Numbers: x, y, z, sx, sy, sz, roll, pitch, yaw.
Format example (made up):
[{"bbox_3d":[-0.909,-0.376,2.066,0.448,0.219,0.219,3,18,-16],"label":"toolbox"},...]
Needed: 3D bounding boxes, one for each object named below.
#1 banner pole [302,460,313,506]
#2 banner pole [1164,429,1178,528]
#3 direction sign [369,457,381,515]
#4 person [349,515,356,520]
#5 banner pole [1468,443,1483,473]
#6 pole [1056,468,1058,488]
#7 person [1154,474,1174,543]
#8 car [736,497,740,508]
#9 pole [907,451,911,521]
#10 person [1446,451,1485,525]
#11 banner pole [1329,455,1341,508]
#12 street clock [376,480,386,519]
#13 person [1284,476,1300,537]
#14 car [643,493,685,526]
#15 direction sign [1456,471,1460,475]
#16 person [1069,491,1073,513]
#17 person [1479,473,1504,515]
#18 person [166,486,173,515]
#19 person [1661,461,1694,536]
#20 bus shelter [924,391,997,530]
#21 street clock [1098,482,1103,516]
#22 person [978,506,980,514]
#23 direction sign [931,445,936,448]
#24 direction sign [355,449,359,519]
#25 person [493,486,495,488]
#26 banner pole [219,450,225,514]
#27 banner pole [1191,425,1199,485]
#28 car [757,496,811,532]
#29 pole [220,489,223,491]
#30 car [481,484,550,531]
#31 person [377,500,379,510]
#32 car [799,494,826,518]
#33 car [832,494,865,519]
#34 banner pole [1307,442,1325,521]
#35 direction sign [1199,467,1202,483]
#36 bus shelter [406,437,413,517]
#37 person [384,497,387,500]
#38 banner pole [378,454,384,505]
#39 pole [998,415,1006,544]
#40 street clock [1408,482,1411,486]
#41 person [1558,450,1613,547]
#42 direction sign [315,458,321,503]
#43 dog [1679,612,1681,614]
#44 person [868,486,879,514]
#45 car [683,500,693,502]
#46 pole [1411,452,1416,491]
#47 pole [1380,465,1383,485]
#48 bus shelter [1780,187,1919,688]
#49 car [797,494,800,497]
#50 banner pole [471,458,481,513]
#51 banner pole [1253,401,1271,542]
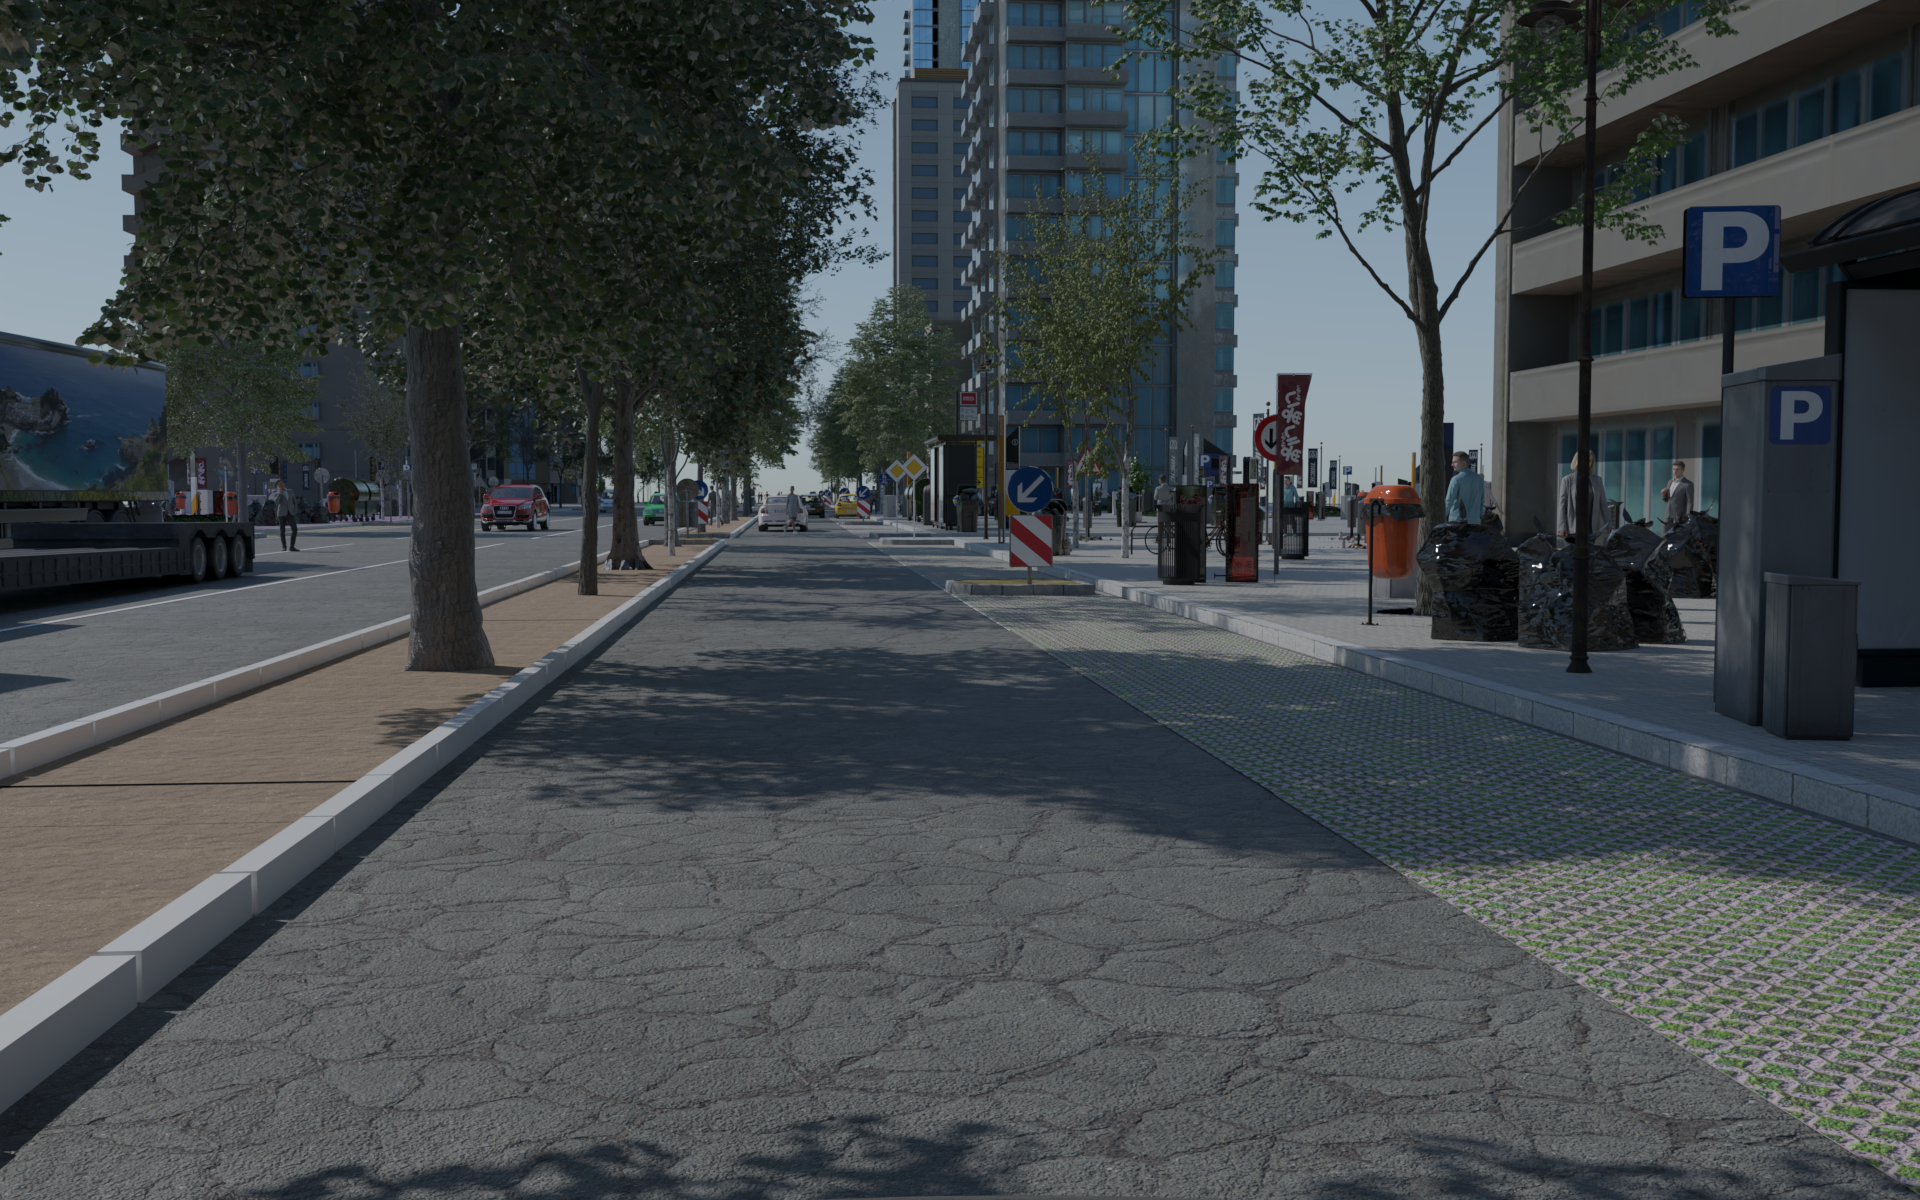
[{"bbox_3d":[-48.259,-8.457,128.291,0.863,3.779,0.401,-2,4,-29],"label":"banner pole"},{"bbox_3d":[8.058,-4.671,66.381,0.863,3.779,0.401,-3,4,-38],"label":"banner pole"},{"bbox_3d":[-35.411,-6.912,105.014,0.379,3.537,0.876,2,4,31],"label":"direction sign"},{"bbox_3d":[-30.262,-4.905,86.088,0.661,1.843,0.795,-1,4,-13],"label":"person"},{"bbox_3d":[25.448,-5.833,85.390,0.863,3.779,0.401,2,4,34],"label":"banner pole"},{"bbox_3d":[7.436,-8.501,132.829,0.158,3.312,0.155,0,3,0],"label":"pole"},{"bbox_3d":[5.335,-2.401,45.477,0.511,1.800,0.466,-2,4,-28],"label":"person"},{"bbox_3d":[-24.222,-10.561,182.895,2.015,1.641,3.980,0,4,-5],"label":"car"},{"bbox_3d":[-2.431,-5.426,82.554,0.158,3.312,0.155,0,3,0],"label":"pole"},{"bbox_3d":[6.569,-1.017,22.530,0.638,1.841,0.748,0,4,-7],"label":"person"},{"bbox_3d":[24.366,-7.480,112.311,0.863,3.779,0.401,0,4,6],"label":"banner pole"},{"bbox_3d":[-29.734,-5.165,89.018,0.358,2.002,0.471,2,4,25],"label":"street clock"},{"bbox_3d":[9.791,-2.776,51.446,0.660,1.820,0.620,2,4,24],"label":"person"},{"bbox_3d":[-13.620,-4.364,80.146,1.959,1.807,4.718,0,4,-4],"label":"car"},{"bbox_3d":[29.953,-6.843,103.874,0.379,3.537,0.876,3,5,41],"label":"direction sign"},{"bbox_3d":[7.620,-6.693,115.713,0.529,1.795,0.600,-3,4,-38],"label":"person"},{"bbox_3d":[11.430,-1.883,37.496,0.731,1.740,0.598,-1,4,-13],"label":"person"},{"bbox_3d":[-40.835,-5.080,89.439,0.444,1.785,0.601,-1,4,-12],"label":"person"},{"bbox_3d":[11.909,-1.390,28.741,0.822,1.834,0.622,-3,4,-38],"label":"person"},{"bbox_3d":[-0.135,-5.359,65.244,2.179,5.291,8.768,0,4,-6],"label":"bus shelter"},{"bbox_3d":[8.315,-6.016,102.924,0.358,2.002,0.471,0,4,1],"label":"street clock"},{"bbox_3d":[0.616,-4.524,80.492,0.782,1.767,0.515,-3,5,-42],"label":"person"},{"bbox_3d":[-0.936,-5.216,77.272,0.876,3.537,0.379,-2,4,-34],"label":"direction sign"},{"bbox_3d":[-30.759,-5.888,88.271,0.379,3.537,0.876,-2,4,-24],"label":"direction sign"},{"bbox_3d":[-32.610,-7.074,121.564,0.748,1.841,0.638,-1,4,-16],"label":"person"},{"bbox_3d":[-41.552,-6.577,97.544,0.401,3.779,0.863,0,4,-5],"label":"banner pole"},{"bbox_3d":[8.516,-4.455,62.849,0.401,3.779,0.863,2,4,30],"label":"banner pole"},{"bbox_3d":[-6.871,-3.368,67.436,2.083,1.381,4.827,0,4,-4],"label":"car"},{"bbox_3d":[-47.398,-7.176,111.170,0.158,3.312,0.155,0,3,0],"label":"pole"},{"bbox_3d":[-17.474,-3.641,68.205,2.281,1.827,5.304,0,4,-5],"label":"car"},{"bbox_3d":[-41.830,-7.248,124.651,0.694,1.812,0.767,-1,4,-11],"label":"person"},{"bbox_3d":[-8.954,-5.709,103.135,2.009,1.686,4.222,0,4,-7],"label":"car"},{"bbox_3d":[-6.451,-5.553,101.013,2.015,1.641,3.980,0,4,-5],"label":"car"},{"bbox_3d":[17.099,-5.697,83.165,0.863,3.779,0.401,0,4,7],"label":"banner pole"},{"bbox_3d":[17.287,-8.014,123.024,0.876,3.537,0.379,-1,4,-18],"label":"direction sign"},{"bbox_3d":[-31.061,-7.633,102.424,2.179,5.291,8.768,0,4,-6],"label":"bus shelter"},{"bbox_3d":[-38.349,-6.649,115.173,0.534,1.772,0.576,-1,4,-22],"label":"person"},{"bbox_3d":[-36.195,-7.238,108.357,0.401,3.779,0.863,1,4,9],"label":"banner pole"},{"bbox_3d":[1.086,-3.121,44.870,0.158,3.312,0.155,0,3,0],"label":"pole"},{"bbox_3d":[26.029,-5.840,100.059,0.358,2.002,0.471,-1,4,-9],"label":"street clock"},{"bbox_3d":[7.132,-0.822,19.670,0.709,1.800,0.728,0,4,6],"label":"person"},{"bbox_3d":[-40.711,-7.211,109.901,0.379,3.537,0.876,0,4,3],"label":"direction sign"},{"bbox_3d":[7.276,-0.046,18.490,0.748,0.427,0.550,3,4,37],"label":"dog"},{"bbox_3d":[-5.693,-6.591,113.721,0.656,1.842,0.836,-2,4,-26],"label":"person"},{"bbox_3d":[-26.892,-9.734,168.741,1.945,1.707,3.694,0,4,-7],"label":"car"},{"bbox_3d":[22.096,-5.538,84.395,0.158,3.312,0.155,0,3,0],"label":"pole"},{"bbox_3d":[29.812,-7.874,122.591,0.158,3.312,0.155,0,3,0],"label":"pole"},{"bbox_3d":[6.743,-0.922,8.995,2.014,3.302,5.546,0,4,-6],"label":"bus shelter"},{"bbox_3d":[-27.128,-16.827,287.484,2.083,1.381,4.827,0,4,-6],"label":"car"},{"bbox_3d":[-33.611,-7.976,120.427,0.863,3.779,0.401,1,4,17],"label":"banner pole"},{"bbox_3d":[8.210,-3.491,47.092,0.401,3.779,0.863,-2,4,-30],"label":"banner pole"}]
